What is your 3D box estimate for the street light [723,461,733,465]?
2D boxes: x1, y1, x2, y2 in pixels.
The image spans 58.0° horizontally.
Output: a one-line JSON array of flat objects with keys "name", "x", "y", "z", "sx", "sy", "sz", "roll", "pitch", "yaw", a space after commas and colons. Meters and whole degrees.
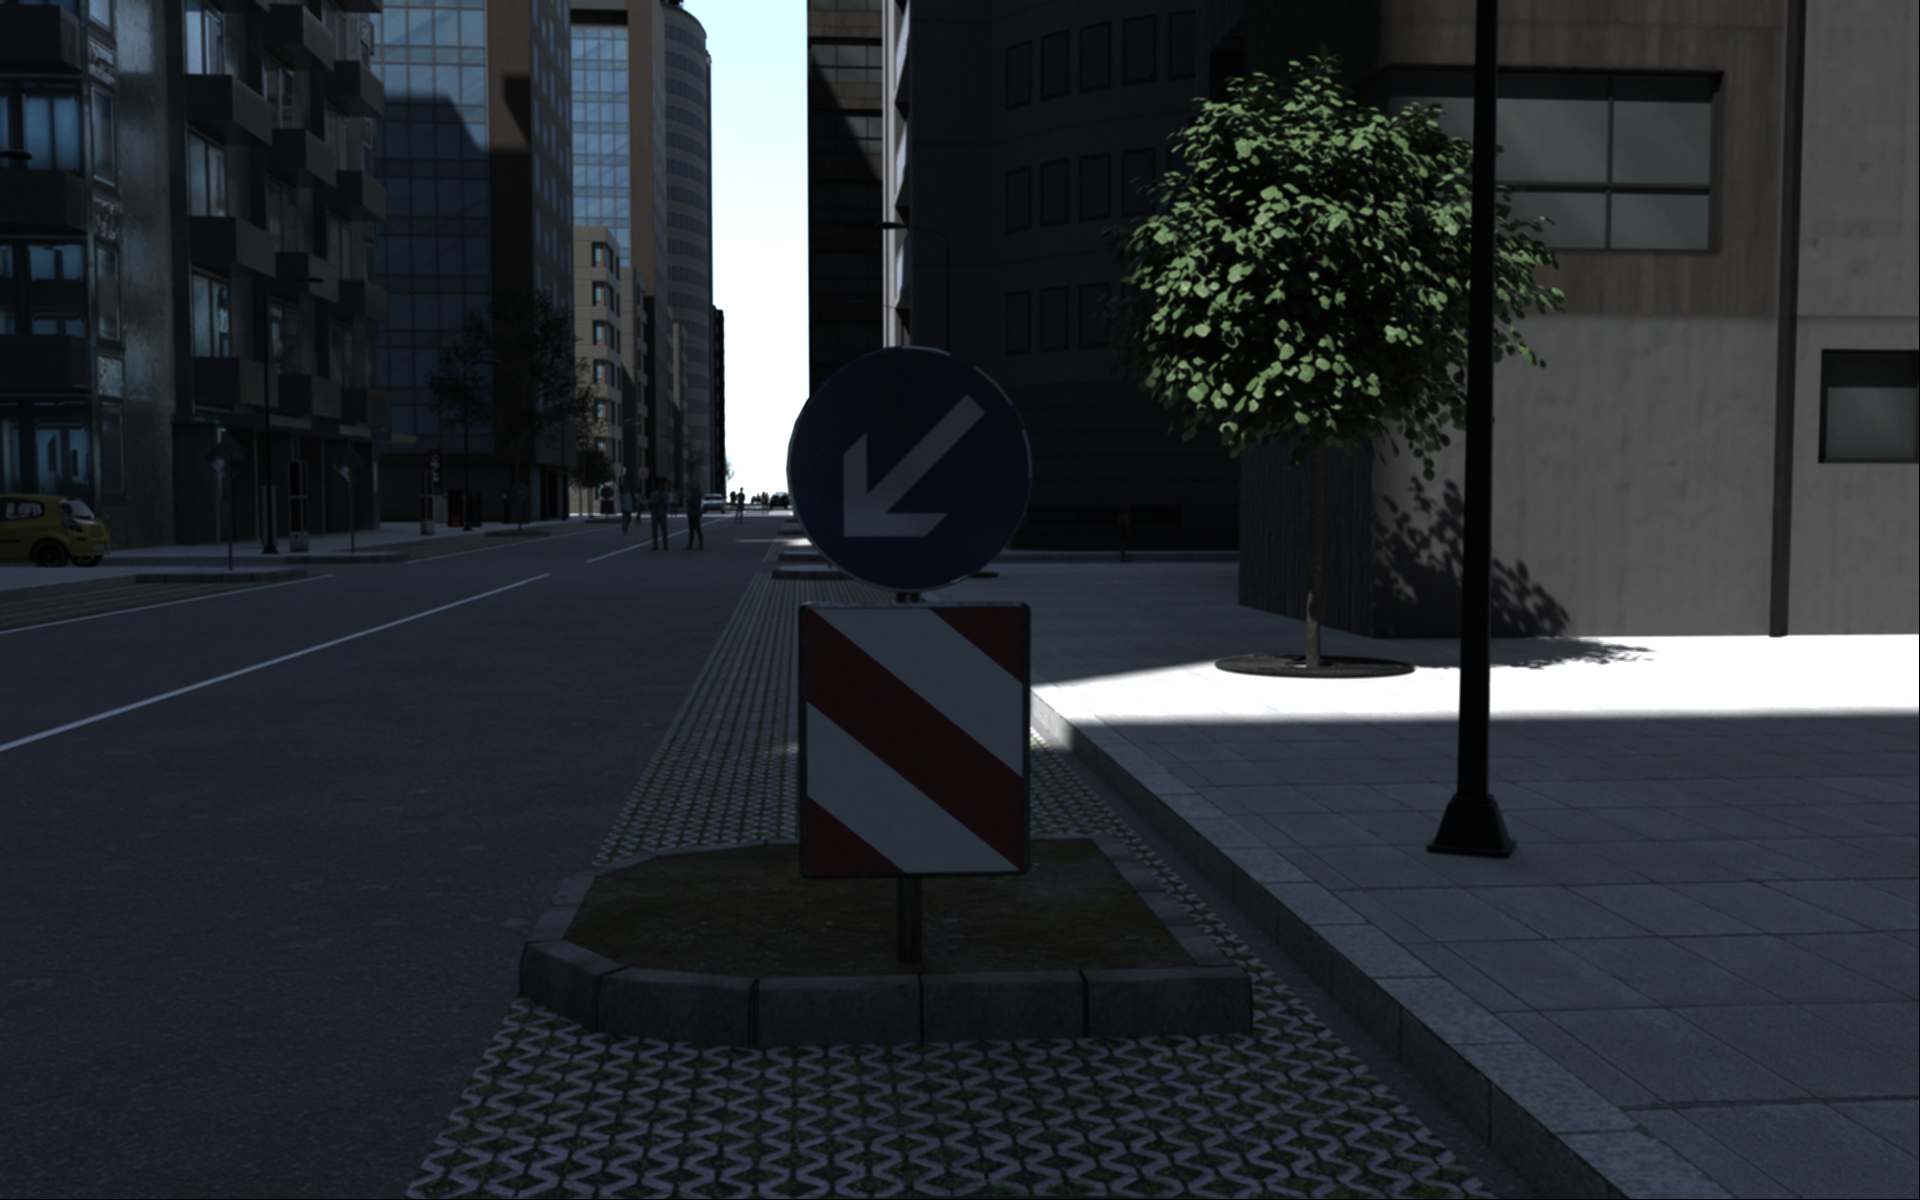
[{"name": "street light", "x": -35.541, "y": -17.939, "z": 265.843, "sx": 1.470, "sy": 5.913, "sz": 1.316, "roll": 0, "pitch": 4, "yaw": -5}]

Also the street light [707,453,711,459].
[{"name": "street light", "x": -29.045, "y": -13.652, "z": 195.743, "sx": 1.470, "sy": 5.913, "sz": 1.316, "roll": 0, "pitch": 4, "yaw": -5}]

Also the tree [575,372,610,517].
[{"name": "tree", "x": -21.751, "y": -9.055, "z": 98.409, "sx": 4.360, "sy": 8.622, "sz": 3.978, "roll": 0, "pitch": 3, "yaw": 0}]

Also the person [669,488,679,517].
[{"name": "person", "x": -18.053, "y": -6.151, "z": 109.091, "sx": 0.660, "sy": 1.820, "sz": 0.620, "roll": 0, "pitch": 4, "yaw": -7}]

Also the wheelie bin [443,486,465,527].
[{"name": "wheelie bin", "x": -19.831, "y": -3.681, "z": 68.093, "sx": 0.980, "sy": 1.594, "sz": 0.693, "roll": 0, "pitch": 4, "yaw": -7}]

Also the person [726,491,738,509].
[{"name": "person", "x": -21.514, "y": -9.435, "z": 163.582, "sx": 1.217, "sy": 1.723, "sz": 0.721, "roll": -1, "pitch": 4, "yaw": -19}]

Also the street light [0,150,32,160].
[{"name": "street light", "x": -13.231, "y": -3.116, "z": 23.483, "sx": 1.470, "sy": 5.913, "sz": 1.316, "roll": 0, "pitch": 4, "yaw": -5}]

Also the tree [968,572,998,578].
[{"name": "tree", "x": 0.183, "y": -1.980, "z": 26.980, "sx": 1.663, "sy": 3.219, "sz": 1.824, "roll": 0, "pitch": 3, "yaw": 0}]

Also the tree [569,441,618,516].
[{"name": "tree", "x": -22.192, "y": -7.318, "z": 103.363, "sx": 4.285, "sy": 4.588, "sz": 4.351, "roll": 0, "pitch": 3, "yaw": 0}]

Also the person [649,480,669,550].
[{"name": "person", "x": -7.715, "y": -2.186, "z": 44.426, "sx": 0.511, "sy": 1.800, "sz": 0.466, "roll": -1, "pitch": 4, "yaw": -16}]

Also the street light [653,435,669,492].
[{"name": "street light", "x": -23.721, "y": -10.067, "z": 137.141, "sx": 1.470, "sy": 5.913, "sz": 1.316, "roll": 0, "pitch": 4, "yaw": -5}]

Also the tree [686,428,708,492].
[{"name": "tree", "x": -29.436, "y": -14.468, "z": 186.906, "sx": 4.360, "sy": 8.622, "sz": 3.978, "roll": 0, "pitch": 3, "yaw": 0}]

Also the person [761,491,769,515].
[{"name": "person", "x": -13.421, "y": -6.676, "z": 119.114, "sx": 0.415, "sy": 1.643, "sz": 0.593, "roll": 3, "pitch": 5, "yaw": 44}]

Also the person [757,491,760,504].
[{"name": "person", "x": -28.740, "y": -14.582, "z": 246.932, "sx": 0.705, "sy": 1.822, "sz": 1.348, "roll": 0, "pitch": 4, "yaw": 2}]

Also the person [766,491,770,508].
[{"name": "person", "x": -20.404, "y": -10.688, "z": 183.968, "sx": 1.217, "sy": 1.735, "sz": 0.721, "roll": 3, "pitch": 5, "yaw": 43}]

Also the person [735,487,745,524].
[{"name": "person", "x": -10.492, "y": -4.522, "z": 82.773, "sx": 0.599, "sy": 1.781, "sz": 0.374, "roll": -2, "pitch": 4, "yaw": -29}]

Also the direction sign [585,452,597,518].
[{"name": "direction sign", "x": -19.923, "y": -6.215, "z": 93.608, "sx": 0.379, "sy": 3.537, "sz": 0.876, "roll": 2, "pitch": 4, "yaw": 29}]

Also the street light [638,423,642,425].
[{"name": "street light", "x": -21.529, "y": -8.617, "z": 113.434, "sx": 1.470, "sy": 5.913, "sz": 1.316, "roll": 0, "pitch": 4, "yaw": -5}]

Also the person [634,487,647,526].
[{"name": "person", "x": -14.222, "y": -4.131, "z": 76.632, "sx": 0.643, "sy": 1.750, "sz": 0.593, "roll": -3, "pitch": 5, "yaw": -41}]

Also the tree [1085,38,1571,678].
[{"name": "tree", "x": 2.627, "y": -1.763, "z": 12.535, "sx": 4.285, "sy": 4.588, "sz": 4.351, "roll": 0, "pitch": 3, "yaw": 0}]

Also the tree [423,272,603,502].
[{"name": "tree", "x": -19.108, "y": -8.529, "z": 73.867, "sx": 8.767, "sy": 10.594, "sz": 7.601, "roll": 1, "pitch": 4, "yaw": 12}]

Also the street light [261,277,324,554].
[{"name": "street light", "x": -14.290, "y": -3.949, "z": 37.105, "sx": 1.470, "sy": 5.913, "sz": 1.316, "roll": 0, "pitch": 4, "yaw": -5}]

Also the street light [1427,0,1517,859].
[{"name": "street light", "x": 1.313, "y": -2.049, "z": 6.044, "sx": 1.470, "sy": 5.913, "sz": 1.316, "roll": 0, "pitch": 4, "yaw": -5}]

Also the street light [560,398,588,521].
[{"name": "street light", "x": -18.581, "y": -6.786, "z": 83.484, "sx": 1.470, "sy": 5.913, "sz": 1.316, "roll": 0, "pitch": 4, "yaw": -5}]

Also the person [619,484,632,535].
[{"name": "person", "x": -11.798, "y": -3.200, "z": 61.085, "sx": 0.793, "sy": 1.790, "sz": 0.793, "roll": 0, "pitch": 4, "yaw": -4}]

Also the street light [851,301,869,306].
[{"name": "street light", "x": -1.922, "y": -4.237, "z": 41.812, "sx": 1.470, "sy": 5.913, "sz": 1.316, "roll": 0, "pitch": 4, "yaw": -5}]

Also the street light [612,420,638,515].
[{"name": "street light", "x": -21.063, "y": -8.280, "z": 107.915, "sx": 1.470, "sy": 5.913, "sz": 1.316, "roll": 0, "pitch": 4, "yaw": -5}]

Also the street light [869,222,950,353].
[{"name": "street light", "x": -0.744, "y": -3.499, "z": 29.753, "sx": 1.470, "sy": 5.913, "sz": 1.316, "roll": 0, "pitch": 4, "yaw": -5}]

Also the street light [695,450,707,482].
[{"name": "street light", "x": -27.974, "y": -12.947, "z": 184.219, "sx": 1.470, "sy": 5.913, "sz": 1.316, "roll": 0, "pitch": 4, "yaw": -5}]

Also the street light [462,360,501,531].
[{"name": "street light", "x": -16.641, "y": -5.366, "z": 60.276, "sx": 1.470, "sy": 5.913, "sz": 1.316, "roll": 0, "pitch": 4, "yaw": -5}]

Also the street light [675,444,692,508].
[{"name": "street light", "x": -25.781, "y": -11.486, "z": 160.338, "sx": 1.470, "sy": 5.913, "sz": 1.316, "roll": 0, "pitch": 4, "yaw": -5}]

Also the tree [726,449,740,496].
[{"name": "tree", "x": -36.525, "y": -19.617, "z": 271.104, "sx": 4.360, "sy": 8.622, "sz": 3.978, "roll": 0, "pitch": 3, "yaw": 0}]

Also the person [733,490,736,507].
[{"name": "person", "x": -24.095, "y": -10.800, "z": 185.070, "sx": 0.705, "sy": 1.826, "sz": 1.348, "roll": 0, "pitch": 4, "yaw": 4}]
